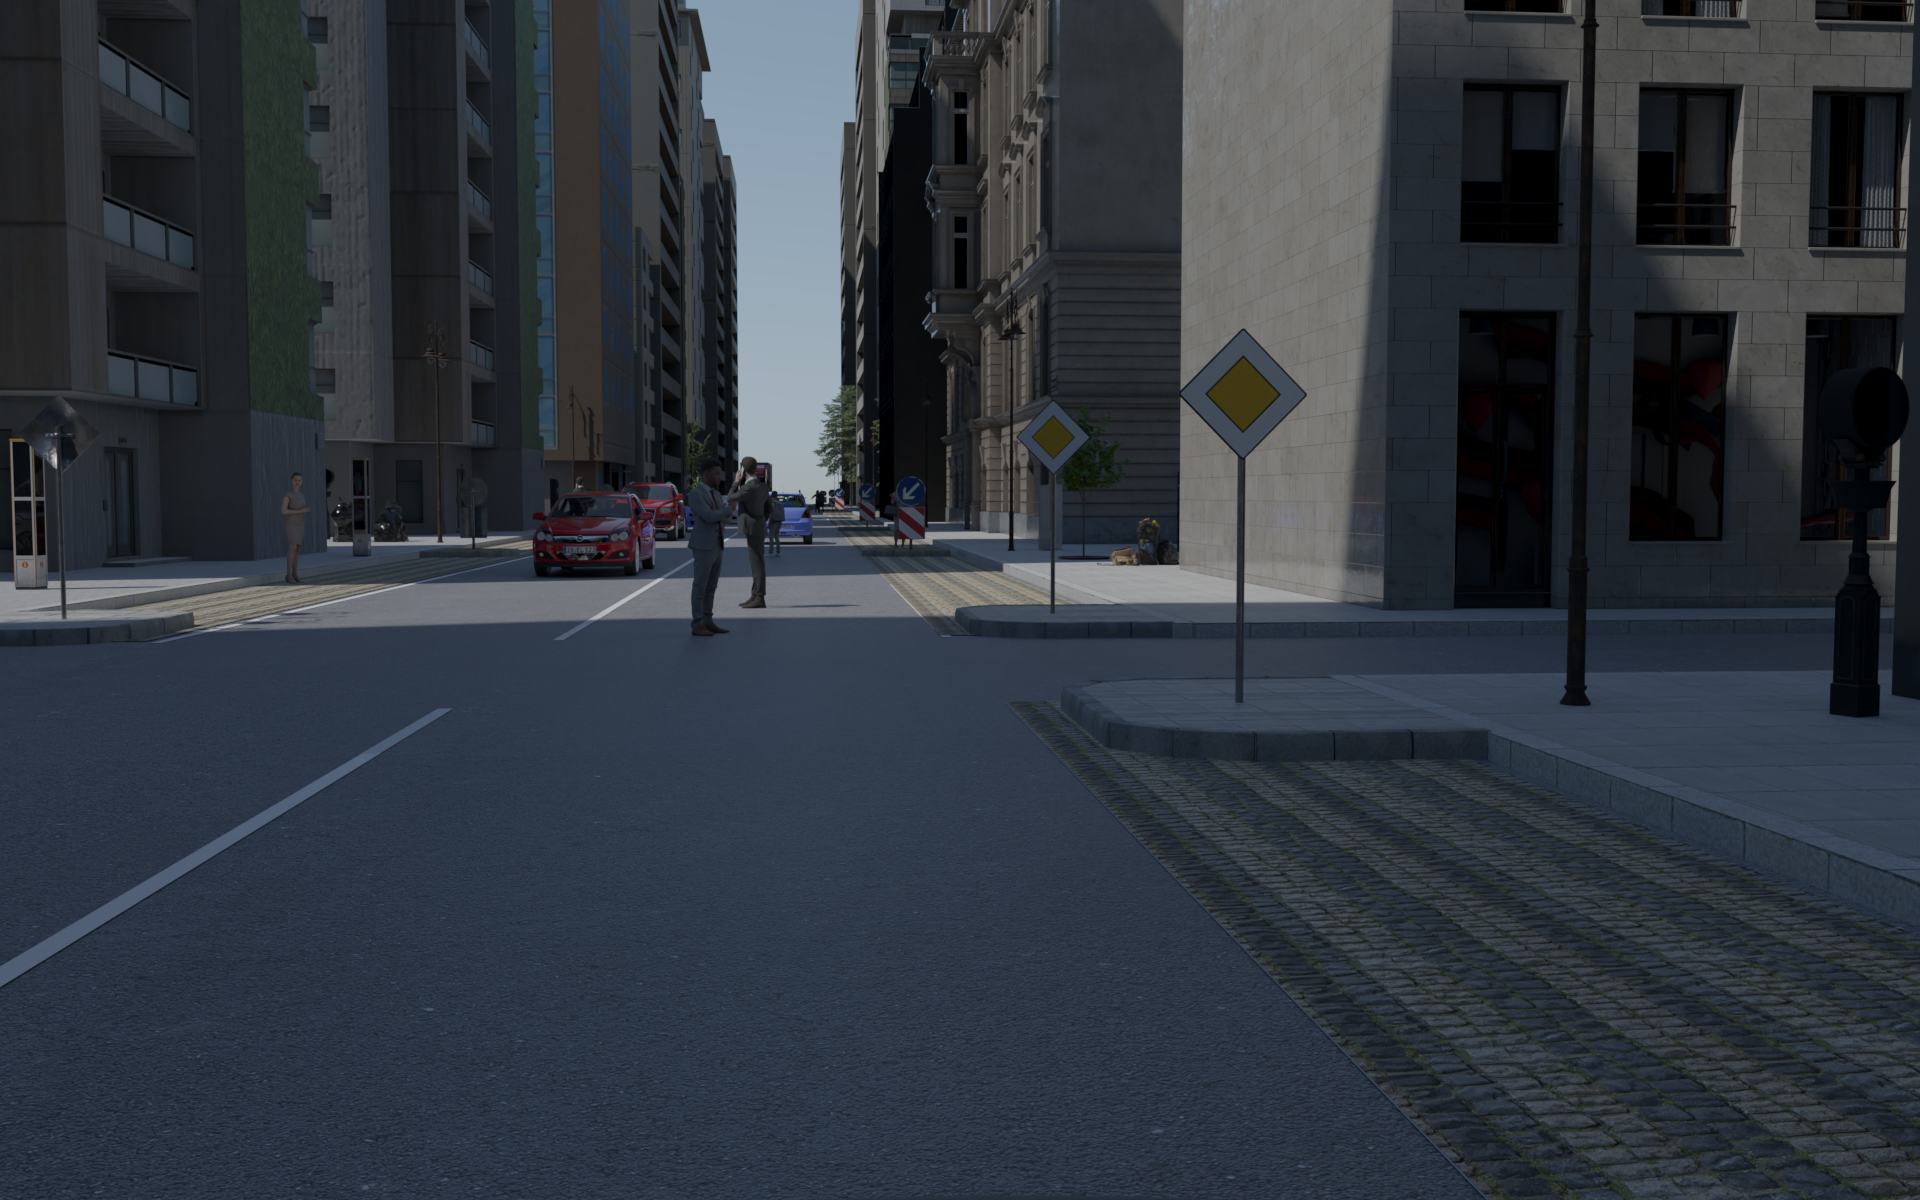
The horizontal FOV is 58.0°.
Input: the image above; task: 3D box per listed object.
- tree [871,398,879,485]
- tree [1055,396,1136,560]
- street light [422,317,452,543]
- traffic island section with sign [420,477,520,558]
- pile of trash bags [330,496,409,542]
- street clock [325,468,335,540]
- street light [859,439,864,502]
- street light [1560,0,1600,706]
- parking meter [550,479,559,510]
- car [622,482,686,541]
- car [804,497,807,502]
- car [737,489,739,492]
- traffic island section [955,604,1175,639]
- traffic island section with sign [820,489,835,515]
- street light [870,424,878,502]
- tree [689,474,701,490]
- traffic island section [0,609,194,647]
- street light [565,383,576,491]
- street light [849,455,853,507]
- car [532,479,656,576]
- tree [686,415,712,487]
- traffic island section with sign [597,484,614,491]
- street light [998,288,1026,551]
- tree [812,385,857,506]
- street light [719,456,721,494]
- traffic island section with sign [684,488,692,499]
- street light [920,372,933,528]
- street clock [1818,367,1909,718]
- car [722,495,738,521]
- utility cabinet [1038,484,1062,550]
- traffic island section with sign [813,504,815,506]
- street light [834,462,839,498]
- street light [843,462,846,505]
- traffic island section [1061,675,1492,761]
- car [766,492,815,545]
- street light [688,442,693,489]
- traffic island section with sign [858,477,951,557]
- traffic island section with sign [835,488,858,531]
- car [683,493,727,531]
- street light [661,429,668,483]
[{"bbox_3d":[-3.504,-9.324,102.815,4.737,8.622,4.395,0,3,0],"label":"tree"},{"bbox_3d":[2.355,-2.410,34.008,1.663,3.219,1.824,0,3,0],"label":"tree"},{"bbox_3d":[-13.702,-4.446,45.479,0.468,5.910,1.993,0,4,-5],"label":"street light"},{"bbox_3d":[-11.198,-1.902,39.728,1.989,1.847,2.006,0,4,-5],"label":"traffic island section with sign"},{"bbox_3d":[-16.614,-2.266,46.801,3.447,1.369,1.912,0,4,1],"label":"pile of trash bags"},{"bbox_3d":[-17.875,-2.706,48.806,0.471,2.002,0.358,0,4,-7],"label":"street clock"},{"bbox_3d":[-8.129,-10.359,142.151,0.468,5.910,1.993,0,4,-5],"label":"street light"},{"bbox_3d":[3.752,-2.299,10.383,0.468,5.910,1.993,0,4,-5],"label":"street light"},{"bbox_3d":[-15.623,-3.732,66.724,0.255,1.863,0.399,0,4,2],"label":"parking meter"},{"bbox_3d":[-9.782,-2.801,54.477,2.281,1.827,5.304,0,4,-5],"label":"car"},{"bbox_3d":[-18.922,-11.778,202.360,2.009,1.686,4.222,0,4,-4],"label":"car"},{"bbox_3d":[-17.513,-8.116,141.376,2.281,1.827,5.304,0,4,-5],"label":"car"},{"bbox_3d":[1.016,0.223,18.633,2.009,0.180,2.903,0,4,-5],"label":"traffic island section"},{"bbox_3d":[-8.308,-6.661,117.538,1.989,1.847,2.006,0,4,-5],"label":"traffic island section with sign"},{"bbox_3d":[-5.732,-8.694,114.927,0.468,5.910,1.993,0,4,-5],"label":"street light"},{"bbox_3d":[-25.498,-10.649,168.714,1.663,3.219,1.824,0,3,0],"label":"tree"},{"bbox_3d":[-9.184,0.279,17.713,2.009,0.180,2.903,0,4,-5],"label":"traffic island section"},{"bbox_3d":[-16.202,-6.103,72.579,0.468,5.910,1.993,0,4,-5],"label":"street light"},{"bbox_3d":[-10.638,-12.015,169.238,0.468,5.910,1.993,0,4,-5],"label":"street light"},{"bbox_3d":[-6.633,-1.382,31.643,2.155,1.783,4.494,0,4,-4],"label":"car"},{"bbox_3d":[-25.411,-12.978,162.548,4.737,8.622,4.395,0,3,0],"label":"tree"},{"bbox_3d":[-13.691,-3.572,67.028,1.989,1.847,2.006,0,4,-5],"label":"traffic island section with sign"},{"bbox_3d":[1.159,-4.047,38.951,0.468,5.910,1.993,0,4,-5],"label":"street light"},{"bbox_3d":[-11.555,-16.067,180.828,7.486,12.596,7.792,0,3,0],"label":"tree"},{"bbox_3d":[-28.274,-14.148,204.105,0.468,5.910,1.993,0,4,-5],"label":"street light"},{"bbox_3d":[-18.157,-6.581,116.223,1.989,1.847,2.006,0,4,-5],"label":"traffic island section with sign"},{"bbox_3d":[-1.281,-5.698,65.949,0.468,5.910,1.993,0,4,-5],"label":"street light"},{"bbox_3d":[5.186,-0.331,9.983,0.471,2.002,0.358,-2,4,-24],"label":"street clock"},{"bbox_3d":[-11.338,-4.418,84.591,2.083,1.381,4.827,0,4,-5],"label":"car"},{"bbox_3d":[2.072,-1.904,39.812,0.318,1.500,1.173,1,4,16],"label":"utility cabinet"},{"bbox_3d":[-15.813,-11.703,199.978,1.989,1.847,2.006,0,4,-5],"label":"traffic island section with sign"},{"bbox_3d":[-18.250,-17.092,252.235,0.468,5.910,1.993,0,4,-5],"label":"street light"},{"bbox_3d":[-13.206,-13.748,197.569,0.468,5.910,1.993,0,4,-5],"label":"street light"},{"bbox_3d":[1.739,0.710,10.680,2.009,0.180,2.903,0,4,-5],"label":"traffic island section"},{"bbox_3d":[-5.156,-2.488,50.276,1.945,1.707,3.694,0,4,-7],"label":"car"},{"bbox_3d":[-23.095,-10.766,148.806,0.468,5.910,1.993,0,4,-5],"label":"street light"},{"bbox_3d":[-1.288,-1.932,40.224,1.989,1.847,2.006,0,4,-5],"label":"traffic island section with sign"},{"bbox_3d":[-3.752,-3.599,67.468,1.989,1.847,2.006,0,4,-5],"label":"traffic island section with sign"},{"bbox_3d":[-9.949,-3.492,66.690,1.945,1.707,3.694,0,4,-6],"label":"car"},{"bbox_3d":[-20.627,-9.058,120.878,0.468,5.910,1.993,0,4,-5],"label":"street light"}]
